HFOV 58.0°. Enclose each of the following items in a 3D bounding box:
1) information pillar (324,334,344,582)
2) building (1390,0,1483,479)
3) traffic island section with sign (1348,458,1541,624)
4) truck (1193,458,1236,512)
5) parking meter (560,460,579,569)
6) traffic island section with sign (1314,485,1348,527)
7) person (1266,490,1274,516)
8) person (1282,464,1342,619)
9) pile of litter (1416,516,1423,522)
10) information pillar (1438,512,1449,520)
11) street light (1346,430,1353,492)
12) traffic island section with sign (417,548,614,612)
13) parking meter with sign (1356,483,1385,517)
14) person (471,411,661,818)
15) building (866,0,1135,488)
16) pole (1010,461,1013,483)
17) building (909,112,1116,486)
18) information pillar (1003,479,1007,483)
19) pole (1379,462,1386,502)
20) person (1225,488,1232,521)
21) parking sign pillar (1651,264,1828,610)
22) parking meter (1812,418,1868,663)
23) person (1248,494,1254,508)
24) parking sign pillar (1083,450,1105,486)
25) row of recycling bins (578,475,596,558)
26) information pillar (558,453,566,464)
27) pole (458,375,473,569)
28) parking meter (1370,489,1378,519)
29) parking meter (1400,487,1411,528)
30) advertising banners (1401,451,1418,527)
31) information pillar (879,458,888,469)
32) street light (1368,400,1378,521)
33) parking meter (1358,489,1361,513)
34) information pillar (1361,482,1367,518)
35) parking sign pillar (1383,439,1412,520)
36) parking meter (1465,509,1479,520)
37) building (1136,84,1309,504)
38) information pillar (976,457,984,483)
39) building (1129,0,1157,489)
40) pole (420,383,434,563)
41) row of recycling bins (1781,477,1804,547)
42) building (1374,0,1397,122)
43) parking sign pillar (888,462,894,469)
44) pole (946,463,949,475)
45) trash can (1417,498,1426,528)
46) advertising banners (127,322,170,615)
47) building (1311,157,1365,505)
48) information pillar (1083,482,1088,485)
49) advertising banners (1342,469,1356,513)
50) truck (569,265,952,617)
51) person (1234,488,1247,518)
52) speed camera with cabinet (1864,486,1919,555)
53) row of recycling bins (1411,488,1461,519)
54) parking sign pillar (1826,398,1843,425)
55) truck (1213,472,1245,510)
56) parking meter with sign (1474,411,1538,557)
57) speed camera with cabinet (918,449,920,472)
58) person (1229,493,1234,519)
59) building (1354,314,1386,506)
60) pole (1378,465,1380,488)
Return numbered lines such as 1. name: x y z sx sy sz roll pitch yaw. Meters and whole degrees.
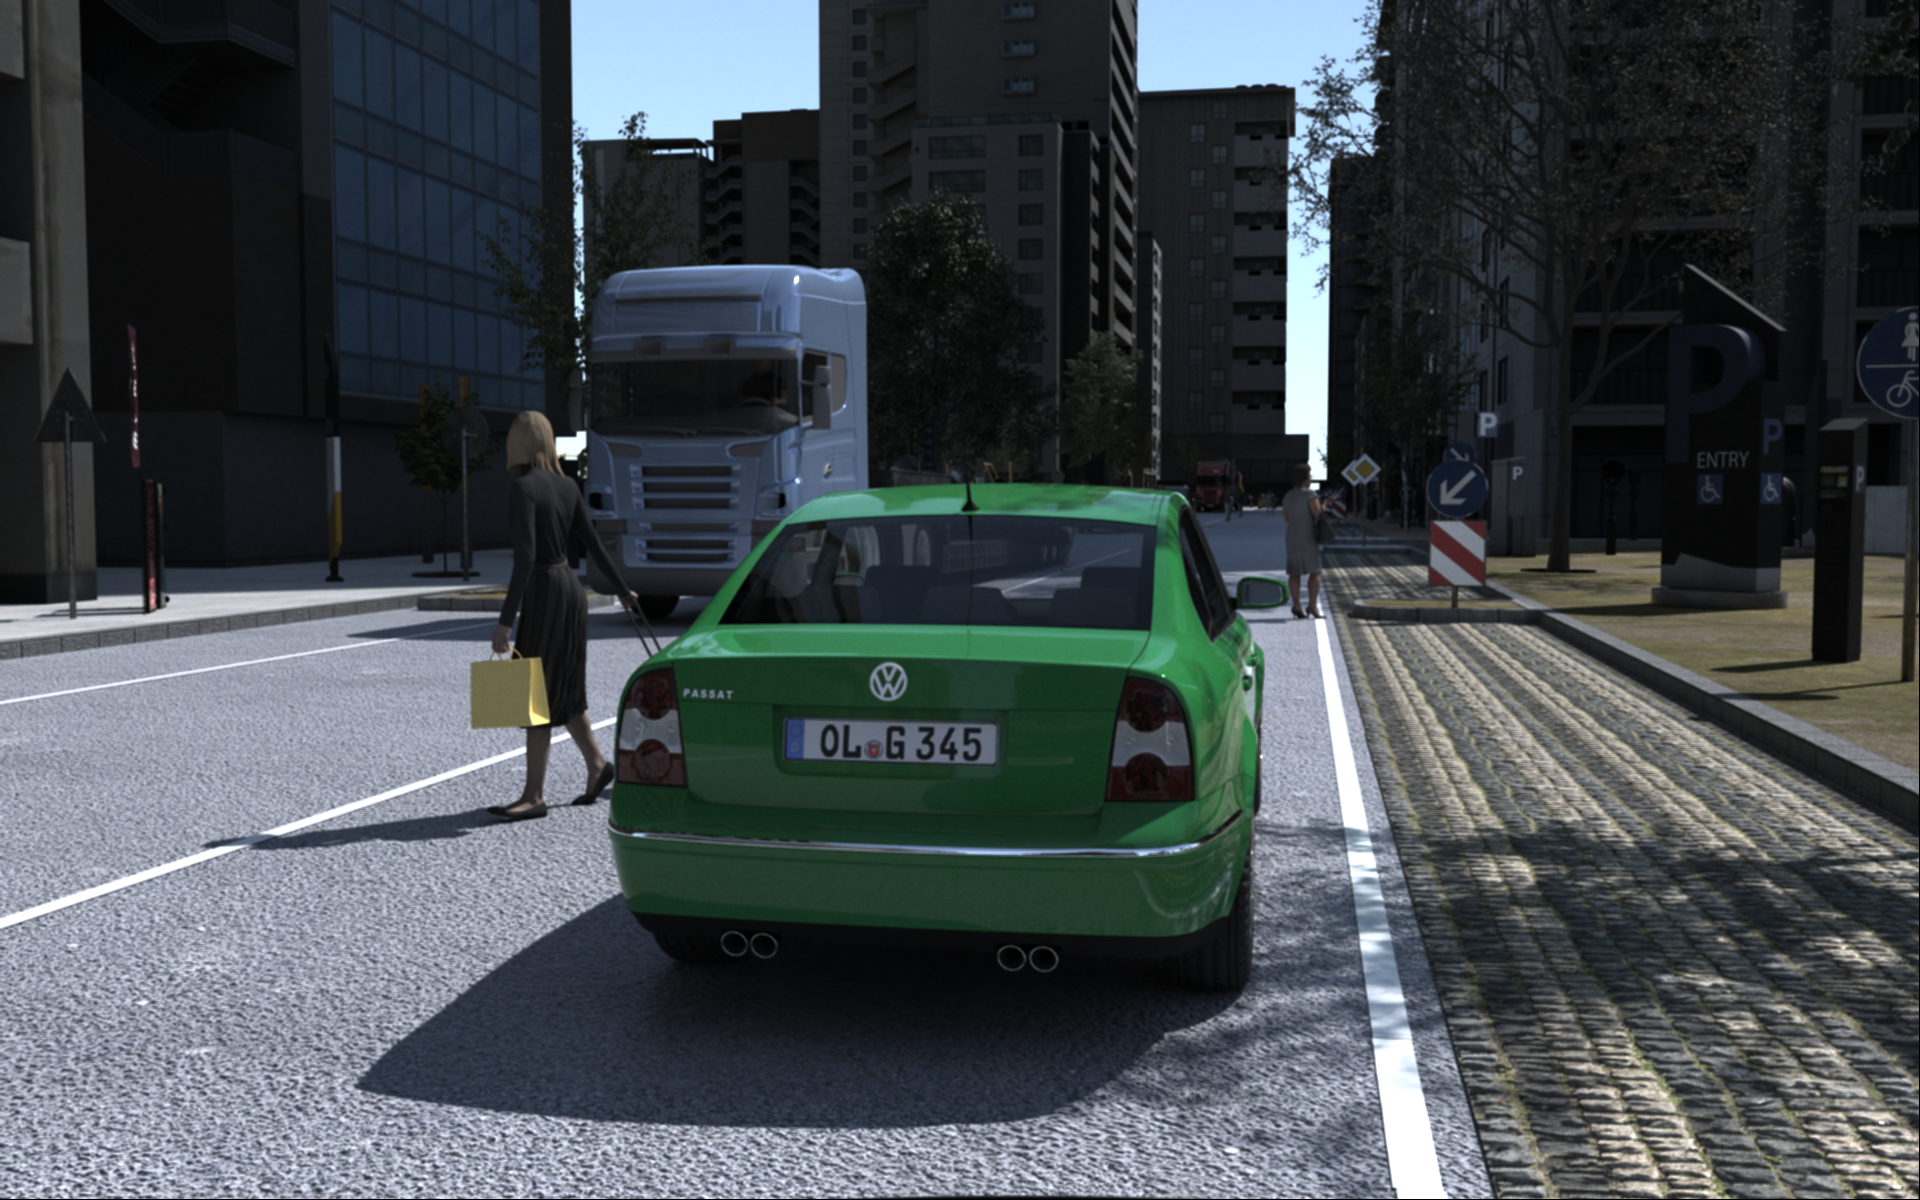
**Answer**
1. information pillar: -9.155 -2.076 25.297 0.183 3.616 0.504 -2 4 -33
2. building: 39.779 -29.293 129.053 14.600 45.320 14.200 1 4 11
3. traffic island section with sign: 5.594 -0.704 20.133 1.989 1.847 2.006 1 4 11
4. truck: 20.457 -9.148 138.475 2.839 4.237 11.283 1 4 13
5. parking meter: -6.717 -1.470 29.739 0.255 1.863 0.399 -2 4 -29
6. traffic island section with sign: 16.265 -4.055 74.920 1.989 1.847 2.006 1 4 11
7. person: 19.991 -6.260 111.858 0.512 1.701 0.522 -1 4 -18
8. person: 4.061 -0.675 19.887 0.532 1.782 0.716 -3 4 -36
9. pile of litter: 21.430 -4.005 79.452 1.176 0.858 1.719 3 5 40
10. information pillar: 14.240 -2.844 50.990 0.304 2.012 0.304 1 4 20
11. street light: 27.648 -9.186 122.984 0.468 5.910 1.993 1 4 11
12. traffic island section with sign: -5.521 -0.820 22.040 1.989 1.847 2.006 1 4 11
13. parking meter with sign: 22.943 -6.142 96.685 1.738 3.016 0.543 3 4 39
14. person: -1.567 0.045 7.986 1.509 1.804 0.699 -3 4 -38
15. building: 3.688 -32.361 152.803 21.300 48.544 21.600 1 4 11
16. pole: 3.173 -6.950 107.471 0.158 3.312 0.155 0 3 0
17. building: 4.398 -22.224 135.062 14.160 30.474 14.107 1 4 11
18. information pillar: 2.115 -4.952 85.458 0.304 2.012 0.304 2 4 31
19. pole: 24.140 -6.403 98.539 0.158 3.312 0.155 0 3 0
20. person: 14.172 -5.045 91.528 0.362 1.759 0.519 1 4 20
21. parking sign pillar: 8.723 -1.916 19.800 1.447 3.967 1.447 -2 4 -28
22. parking meter: 6.738 -0.462 13.266 0.255 1.863 0.399 3 5 45
23. person: 29.955 -10.204 178.564 0.697 1.427 0.421 -2 4 -31
24. parking sign pillar: 8.222 -7.219 106.503 1.447 3.967 1.447 0 4 -5
25. row of recycling bins: -7.624 -1.707 35.024 3.534 1.692 1.069 2 4 32
26. information pillar: -22.512 -6.520 97.963 0.504 3.616 0.183 1 4 8
27. pole: -8.505 -2.197 29.760 0.158 3.312 0.155 0 3 0
28. parking meter: 21.164 -4.905 88.604 0.372 1.533 0.369 0 3 0
29. parking meter: 16.690 -3.451 64.841 0.372 1.533 0.369 0 3 0
30. advertising banners: 17.913 -4.458 69.081 0.090 3.025 2.074 0 4 -2
31. information pillar: -3.230 -4.986 72.874 0.183 3.616 0.504 -3 5 -44
32. street light: 19.984 -6.787 83.752 0.468 5.910 1.993 1 4 11
33. parking meter: 27.214 -6.850 117.713 0.255 1.863 0.399 1 4 15
34. information pillar: 21.832 -5.448 93.574 0.304 2.012 0.304 1 4 9
35. parking sign pillar: 21.495 -5.899 84.924 1.447 3.967 1.447 -2 4 -27
36. parking meter: 15.976 -2.960 54.101 0.399 1.863 0.255 3 4 37
37. building: 31.476 -38.872 224.800 27.495 52.752 28.713 1 4 11
38. information pillar: 0.972 -5.744 85.268 0.183 3.616 0.504 3 5 43
39. building: 9.238 -44.938 172.995 20.563 71.187 20.611 1 4 11
40. pole: -9.869 -2.336 32.044 0.158 3.312 0.155 0 3 0
41. row of recycling bins: 18.340 -2.012 40.016 3.534 1.692 1.069 2 4 27
42. building: 47.091 -30.275 149.624 22.147 44.769 28.867 1 4 11
43. parking sign pillar: -4.181 -7.233 106.726 1.447 3.967 1.447 -1 4 -17
44. pole: -0.807 -7.413 115.044 0.158 3.312 0.155 0 3 0
45. trash can: 17.750 -3.320 65.933 0.748 1.137 0.748 0 3 0
46. advertising banners: -8.785 -1.378 18.724 0.090 3.025 2.074 -1 4 -17
47. building: 58.799 -34.346 216.179 28.867 44.769 22.147 1 4 11
48. information pillar: 7.497 -6.075 103.825 0.304 2.012 0.304 0 4 5
49. advertising banners: 26.897 -7.563 119.849 0.090 3.025 2.074 3 4 38
50. truck: -0.979 -2.254 26.613 2.967 4.110 18.799 1 4 13
51. person: 17.102 -5.913 105.533 0.721 1.781 0.623 3 5 45
52. speed camera with cabinet: 19.427 -2.612 37.038 0.660 3.252 2.038 -3 4 -38
53. row of recycling bins: 24.021 -5.026 89.287 3.534 1.692 1.069 0 4 6
54. parking sign pillar: 17.600 -2.869 35.387 1.447 3.967 1.447 1 4 16
55. truck: 23.780 -9.696 154.450 3.469 3.379 9.791 1 4 11
56. parking meter with sign: 11.335 -2.421 35.844 0.543 3.016 1.738 -1 4 -15
57. speed camera with cabinet: -1.757 -5.065 77.152 0.660 3.252 2.038 1 4 18
58. person: 15.549 -5.436 99.969 0.503 1.515 0.523 0 4 2
59. building: 55.184 -20.373 178.132 27.650 21.520 28.899 1 4 11
60. pole: 29.122 -7.735 120.312 0.158 3.312 0.155 0 3 0
